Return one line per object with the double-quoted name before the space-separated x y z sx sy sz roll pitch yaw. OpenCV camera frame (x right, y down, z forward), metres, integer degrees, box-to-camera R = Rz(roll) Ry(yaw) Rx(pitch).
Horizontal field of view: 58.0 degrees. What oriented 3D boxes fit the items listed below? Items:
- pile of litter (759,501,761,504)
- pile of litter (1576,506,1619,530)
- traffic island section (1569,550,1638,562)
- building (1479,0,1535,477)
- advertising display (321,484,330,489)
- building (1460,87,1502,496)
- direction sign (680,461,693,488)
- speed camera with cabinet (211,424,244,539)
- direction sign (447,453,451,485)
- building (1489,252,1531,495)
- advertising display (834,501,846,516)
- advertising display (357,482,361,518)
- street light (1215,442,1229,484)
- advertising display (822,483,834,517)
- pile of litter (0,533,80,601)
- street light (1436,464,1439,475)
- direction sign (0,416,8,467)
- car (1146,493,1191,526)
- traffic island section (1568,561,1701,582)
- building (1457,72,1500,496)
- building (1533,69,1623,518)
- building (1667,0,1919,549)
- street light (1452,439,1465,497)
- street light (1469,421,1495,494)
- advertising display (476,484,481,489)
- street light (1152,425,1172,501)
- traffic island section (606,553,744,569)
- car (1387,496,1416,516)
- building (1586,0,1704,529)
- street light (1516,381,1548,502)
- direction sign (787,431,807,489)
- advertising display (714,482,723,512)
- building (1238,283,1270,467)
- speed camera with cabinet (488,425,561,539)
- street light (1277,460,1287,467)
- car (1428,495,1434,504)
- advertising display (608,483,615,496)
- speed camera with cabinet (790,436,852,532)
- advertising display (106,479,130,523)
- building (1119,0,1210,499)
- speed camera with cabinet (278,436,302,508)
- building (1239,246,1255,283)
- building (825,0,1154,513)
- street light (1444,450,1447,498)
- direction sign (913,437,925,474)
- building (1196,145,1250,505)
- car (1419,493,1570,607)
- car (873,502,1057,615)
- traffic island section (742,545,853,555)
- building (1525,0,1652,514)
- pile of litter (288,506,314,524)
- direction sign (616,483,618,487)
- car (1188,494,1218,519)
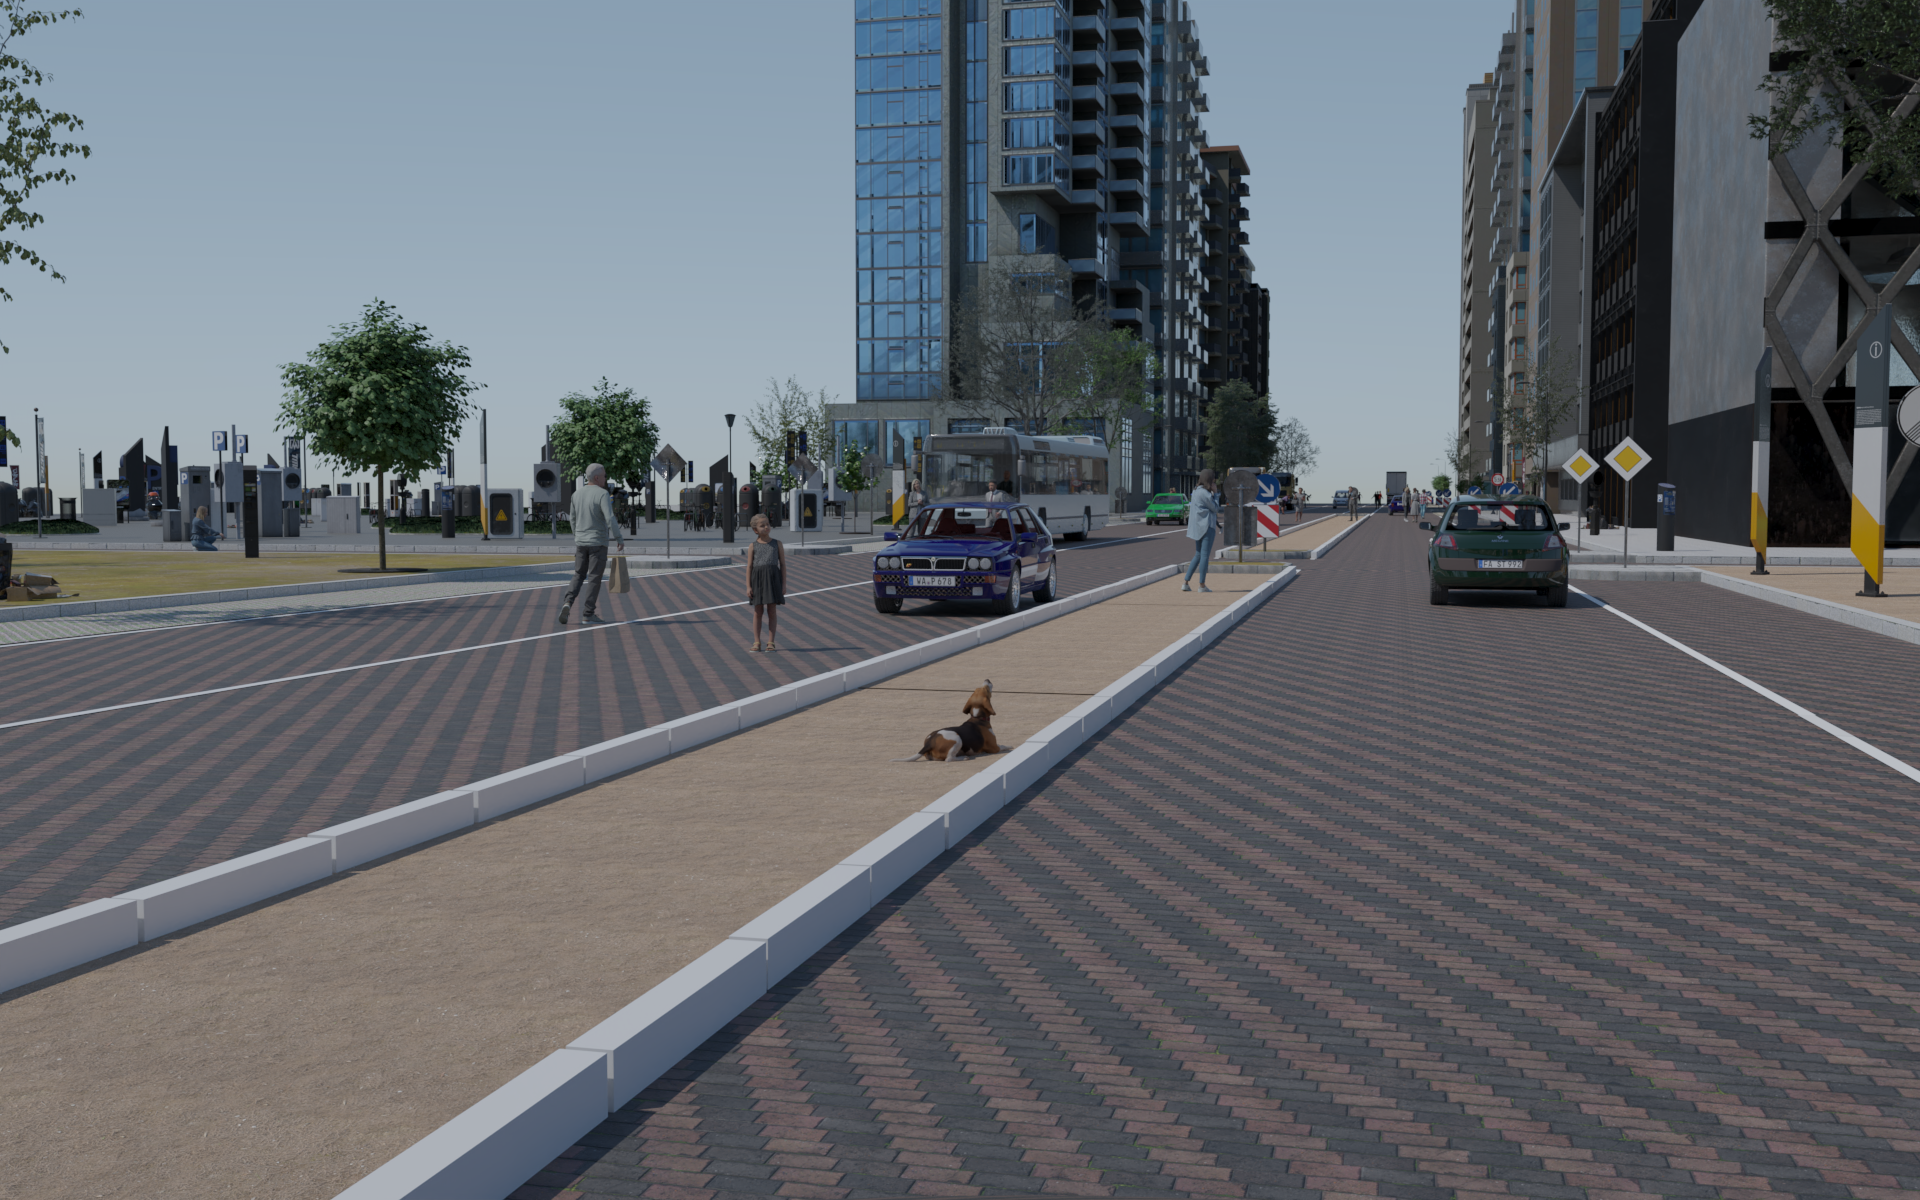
"pile of litter" -13.088 -6.169 114.820 1.719 0.858 1.176 -3 5 -39
"pile of litter" 23.345 -3.018 63.307 1.176 0.858 1.719 -1 4 -13
"traffic island section" 13.499 -0.945 37.735 2.009 0.180 2.903 1 4 14
"building" 61.881 -33.240 163.090 23.786 49.044 30.456 1 4 14
"advertising display" -41.475 -6.606 113.228 0.123 1.923 0.974 0 4 7
"building" 70.252 -35.334 201.420 21.300 48.544 21.600 1 4 14
"direction sign" -18.443 -7.645 116.992 0.876 3.537 0.379 -1 4 -18
"speed camera with cabinet" -21.263 -3.379 49.575 2.038 3.252 0.660 3 5 41
"direction sign" -25.265 -5.732 85.722 0.379 3.537 0.876 0 4 -5
"building" 56.429 -17.709 134.588 27.650 21.520 28.899 1 4 14
"advertising display" -6.984 -5.763 99.446 0.974 1.923 0.123 -3 4 -38
"advertising display" -32.617 -5.433 94.037 0.123 1.923 0.974 -1 4 -14
"street light" 23.327 -11.133 154.567 1.470 5.913 1.316 1 4 14
"advertising display" -7.781 -5.699 98.386 0.974 1.923 0.123 -2 4 -32
"pile of litter" -11.535 -0.434 21.057 1.176 0.858 1.719 3 4 37
"street light" 62.909 -15.542 226.657 1.470 5.913 1.316 1 4 14
"direction sign" -28.018 -3.551 50.059 0.876 3.537 0.379 -2 4 -30
"car" 9.714 -4.372 80.283 1.959 1.807 4.718 1 4 14
"traffic island section" 11.538 -0.472 29.993 2.009 0.180 2.903 1 4 14
"building" 82.286 -43.122 247.038 21.231 58.520 28.212 1 4 14
"building" 39.462 -16.753 92.971 14.314 24.678 30.058 1 4 14
"building" 28.342 -10.797 43.988 16.811 18.784 16.820 1 4 14
"street light" 42.635 -10.652 146.699 1.470 5.913 1.316 1 4 14
"street light" 33.242 -8.384 109.622 1.470 5.913 1.316 1 4 14
"advertising display" -32.291 -6.824 116.790 0.123 1.923 0.974 2 4 24
"street light" 13.586 -8.825 116.828 1.470 5.913 1.316 1 4 14
"traffic island section" -5.806 -0.740 34.376 2.009 0.180 2.903 1 4 14
"car" 29.656 -6.336 116.179 1.945 1.354 3.894 1 4 12
"building" 32.889 -14.694 69.929 12.332 23.373 15.834 1 4 14
"street light" 23.555 -6.038 71.265 1.470 5.913 1.316 1 4 14
"direction sign" -5.846 -4.292 62.175 0.876 3.537 0.379 -3 5 -42
"advertising display" -13.150 -5.554 96.025 0.974 1.923 0.123 1 4 20
"building" 34.375 -28.343 235.108 14.160 30.474 14.107 1 4 14
"speed camera with cabinet" -12.467 -3.367 49.386 2.038 3.252 0.660 0 4 -3
"street light" 43.654 -16.066 235.214 1.470 5.913 1.316 1 4 14
"car" 62.698 -13.635 232.518 1.945 1.707 3.694 1 4 13
"advertising display" -20.198 -5.776 99.658 0.123 1.923 0.974 2 4 27
"speed camera with cabinet" -4.720 -3.943 58.808 2.038 3.252 0.660 -1 4 -22
"advertising display" -36.780 -4.311 75.701 0.123 1.923 0.974 2 4 34
"building" 11.536 -33.298 164.031 23.786 49.044 30.456 1 4 14
"speed camera with cabinet" -23.378 -3.934 58.649 0.660 3.252 2.038 3 5 41
"building" 30.029 -34.474 255.533 32.217 40.220 23.993 1 4 14
"building" 3.759 -50.113 132.024 22.319 86.520 31.000 1 4 14
"street light" 52.185 -12.946 184.203 1.470 5.913 1.316 1 4 14
"direction sign" -1.405 -4.666 68.290 0.876 3.537 0.379 1 4 8
"building" 24.103 -34.276 215.029 22.147 44.769 28.867 1 4 14
"car" 7.269 -0.841 23.534 2.009 1.686 4.222 1 4 15
"car" 0.116 -0.570 21.901 1.945 1.354 3.894 1 4 13
"traffic island section" -3.845 -1.213 42.117 2.009 0.180 2.903 1 4 14
"building" 45.494 -28.399 114.435 14.600 45.320 14.200 1 4 14
"pile of litter" -28.908 -3.777 75.723 1.176 0.858 1.719 -2 4 -32
"direction sign" -17.966 -6.036 90.690 0.876 3.537 0.379 3 4 36
"car" 13.861 -5.506 99.618 1.945 1.707 3.694 1 4 13
